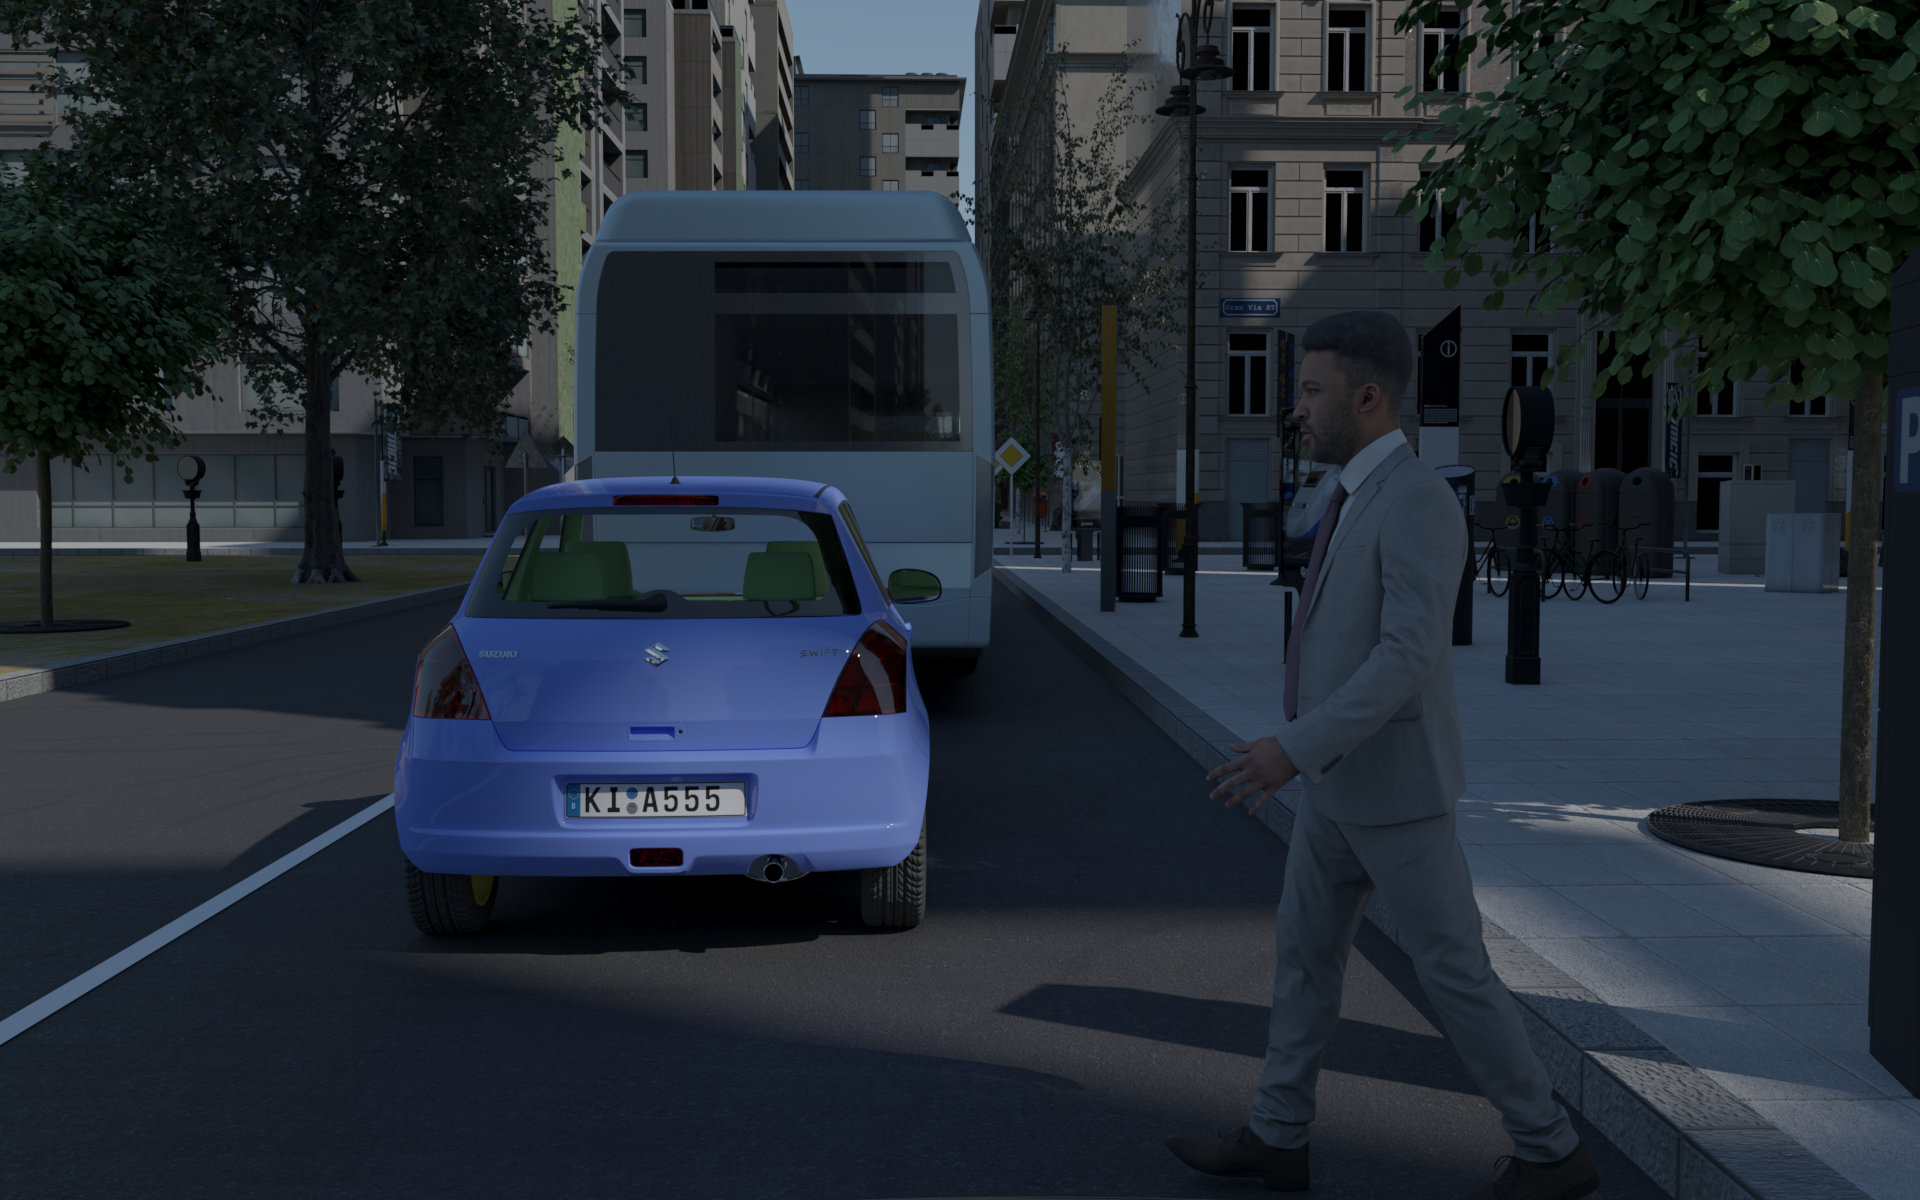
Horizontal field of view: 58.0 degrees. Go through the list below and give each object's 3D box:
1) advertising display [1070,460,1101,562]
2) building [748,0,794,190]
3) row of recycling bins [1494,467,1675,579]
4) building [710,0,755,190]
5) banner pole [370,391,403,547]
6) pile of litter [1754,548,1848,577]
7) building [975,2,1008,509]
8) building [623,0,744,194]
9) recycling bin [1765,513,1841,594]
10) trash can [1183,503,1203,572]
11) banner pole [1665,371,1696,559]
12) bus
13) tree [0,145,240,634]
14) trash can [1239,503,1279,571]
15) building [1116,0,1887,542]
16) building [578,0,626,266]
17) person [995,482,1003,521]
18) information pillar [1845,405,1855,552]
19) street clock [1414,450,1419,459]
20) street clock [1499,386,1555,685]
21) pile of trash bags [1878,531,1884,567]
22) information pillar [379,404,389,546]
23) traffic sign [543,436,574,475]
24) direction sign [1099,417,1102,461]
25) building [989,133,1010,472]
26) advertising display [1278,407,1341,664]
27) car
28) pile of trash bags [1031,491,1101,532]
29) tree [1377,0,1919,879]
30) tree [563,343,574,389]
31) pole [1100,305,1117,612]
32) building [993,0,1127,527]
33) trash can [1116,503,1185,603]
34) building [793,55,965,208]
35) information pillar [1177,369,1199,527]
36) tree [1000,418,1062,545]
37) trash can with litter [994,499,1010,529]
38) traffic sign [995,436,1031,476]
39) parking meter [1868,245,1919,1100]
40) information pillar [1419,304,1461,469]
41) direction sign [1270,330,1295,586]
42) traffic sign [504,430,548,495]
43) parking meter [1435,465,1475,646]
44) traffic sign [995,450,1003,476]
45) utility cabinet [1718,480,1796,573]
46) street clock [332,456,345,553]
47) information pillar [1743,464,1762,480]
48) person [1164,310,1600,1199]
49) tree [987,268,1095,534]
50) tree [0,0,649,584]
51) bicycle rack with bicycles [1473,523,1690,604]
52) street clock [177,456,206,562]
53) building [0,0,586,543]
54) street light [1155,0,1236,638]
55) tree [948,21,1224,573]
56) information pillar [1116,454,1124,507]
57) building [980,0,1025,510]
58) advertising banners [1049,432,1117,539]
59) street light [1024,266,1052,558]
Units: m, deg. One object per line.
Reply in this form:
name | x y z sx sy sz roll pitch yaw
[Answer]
advertising display | 2.392 -1.707 33.115 0.123 1.923 0.974 3 5 43
building | -26.191 -32.517 155.357 21.300 48.544 21.600 0 4 -2
row of recycling bins | 10.013 -1.271 27.891 1.069 1.692 3.534 -2 4 -25
building | -29.664 -33.073 129.984 28.713 52.752 27.495 0 4 -2
banner pole | -13.944 -3.185 42.096 0.863 3.779 0.401 0 3 0
pile of litter | 13.125 -0.793 26.933 1.719 0.858 1.176 0 4 -8
building | 8.466 -30.748 152.833 14.600 45.320 14.200 0 4 -2
building | -20.346 -20.183 101.699 14.160 30.474 14.107 0 4 -2
recycling bin | 11.068 -0.623 22.746 0.722 1.027 0.722 3 5 44
trash can | 3.474 -0.967 27.462 0.748 1.137 0.748 0 3 0
banner pole | 14.228 -2.706 34.266 0.863 3.779 0.401 -2 4 -27
bus | -1.063 -1.363 17.142 2.948 3.499 13.247 0 3 0
tree | -8.677 -1.998 16.384 4.285 4.588 4.351 0 3 0
trash can | 5.055 -1.067 29.094 0.748 1.137 0.748 0 3 0
building | 17.683 -15.543 51.388 25.104 27.353 12.463 0 4 -2
building | -23.499 -38.947 75.033 20.563 71.187 20.611 0 4 -2
person | 1.690 -4.505 79.606 0.656 1.842 0.836 2 4 35
information pillar | 17.104 -2.541 32.900 0.504 3.616 0.183 2 4 26
street clock | 7.585 -1.481 28.791 0.471 2.002 0.358 -1 4 -17
street clock | 3.812 -0.434 11.674 0.358 2.002 0.471 0 4 2
pile of trash bags | 17.498 -1.201 29.397 3.447 1.369 1.912 2 4 33
information pillar | -14.324 -3.158 42.991 0.183 3.616 0.504 -1 4 -23
traffic sign | -7.933 -1.982 34.603 0.795 2.593 0.064 0 4 -2
direction sign | 4.351 -3.617 51.142 0.379 3.537 0.876 3 4 37
building | 9.430 -19.090 105.633 14.314 27.812 24.014 0 4 -2
advertising display | 2.619 -0.455 12.647 0.123 1.923 0.974 -1 4 -19
car | -1.023 0.160 6.981 1.945 1.707 3.694 0 4 -4
pile of trash bags | 3.849 -3.076 60.037 3.447 1.369 1.912 -3 5 -39
tree | 3.361 -1.376 6.209 4.285 4.588 4.351 0 3 0
tree | -9.091 -6.115 50.344 4.360 8.622 3.978 0 3 0
pole | 1.622 -1.530 18.862 0.158 3.312 0.155 0 3 0
building | 10.307 -14.998 78.493 16.112 22.955 30.059 0 4 -2
trash can | 2.115 -0.549 20.634 0.748 1.137 0.748 0 3 0
building | -11.235 -38.430 217.568 27.495 52.752 28.713 0 4 -2
information pillar | 4.243 -2.507 32.346 0.183 3.616 0.504 -3 5 -42
tree | 1.783 -3.045 44.386 1.663 3.219 1.824 0 3 0
trash can with litter | 1.468 -3.219 64.026 1.055 1.170 0.624 2 4 35
traffic sign | 1.058 -1.998 34.865 0.795 2.593 0.064 0 4 -2
parking meter | 2.181 0.120 3.751 0.255 1.863 0.399 1 4 11
information pillar | 5.929 -1.837 21.397 0.504 3.616 0.183 0 4 -4
direction sign | 4.562 -1.976 24.311 0.379 3.537 0.876 2 4 24
traffic sign | -8.780 -2.144 35.054 0.884 2.594 0.081 0 4 2
parking meter | 4.190 -0.389 14.777 0.372 1.533 0.369 0 3 0
traffic sign | 0.806 -2.487 42.846 0.795 2.593 0.064 0 4 -2
utility cabinet | 12.844 -1.178 27.938 1.173 1.500 0.318 -1 4 -12
street clock | -11.894 -1.740 33.015 0.358 2.002 0.471 -2 4 -32
information pillar | 19.493 -2.333 42.634 0.304 2.012 0.304 -1 4 -21
person | 0.850 0.326 3.450 0.850 1.792 0.678 0 4 1
tree | 2.021 -6.444 55.727 4.737 8.622 4.395 0 3 0
tree | -9.314 -6.594 24.828 9.611 12.733 9.660 0 3 0
bicycle rack with bicycles | 7.634 -0.486 21.324 2.852 0.926 2.925 0 4 -2
street clock | -14.572 -1.732 32.886 0.471 2.002 0.358 1 4 15
building | -19.415 -22.457 50.763 14.154 41.232 14.086 0 4 -2
street light | 2.056 -2.605 15.376 0.468 5.910 1.993 0 4 -2
tree | 1.977 -4.749 28.007 4.360 8.622 3.978 0 3 0
information pillar | 2.843 -1.683 32.016 0.304 2.012 0.304 1 4 21
building | 15.439 -33.186 131.826 28.713 52.752 27.495 0 4 -2
advertising banners | 3.551 -3.238 49.126 2.074 3.025 0.090 1 4 12
street light | 1.553 -3.774 34.485 0.468 5.910 1.993 0 4 -2
